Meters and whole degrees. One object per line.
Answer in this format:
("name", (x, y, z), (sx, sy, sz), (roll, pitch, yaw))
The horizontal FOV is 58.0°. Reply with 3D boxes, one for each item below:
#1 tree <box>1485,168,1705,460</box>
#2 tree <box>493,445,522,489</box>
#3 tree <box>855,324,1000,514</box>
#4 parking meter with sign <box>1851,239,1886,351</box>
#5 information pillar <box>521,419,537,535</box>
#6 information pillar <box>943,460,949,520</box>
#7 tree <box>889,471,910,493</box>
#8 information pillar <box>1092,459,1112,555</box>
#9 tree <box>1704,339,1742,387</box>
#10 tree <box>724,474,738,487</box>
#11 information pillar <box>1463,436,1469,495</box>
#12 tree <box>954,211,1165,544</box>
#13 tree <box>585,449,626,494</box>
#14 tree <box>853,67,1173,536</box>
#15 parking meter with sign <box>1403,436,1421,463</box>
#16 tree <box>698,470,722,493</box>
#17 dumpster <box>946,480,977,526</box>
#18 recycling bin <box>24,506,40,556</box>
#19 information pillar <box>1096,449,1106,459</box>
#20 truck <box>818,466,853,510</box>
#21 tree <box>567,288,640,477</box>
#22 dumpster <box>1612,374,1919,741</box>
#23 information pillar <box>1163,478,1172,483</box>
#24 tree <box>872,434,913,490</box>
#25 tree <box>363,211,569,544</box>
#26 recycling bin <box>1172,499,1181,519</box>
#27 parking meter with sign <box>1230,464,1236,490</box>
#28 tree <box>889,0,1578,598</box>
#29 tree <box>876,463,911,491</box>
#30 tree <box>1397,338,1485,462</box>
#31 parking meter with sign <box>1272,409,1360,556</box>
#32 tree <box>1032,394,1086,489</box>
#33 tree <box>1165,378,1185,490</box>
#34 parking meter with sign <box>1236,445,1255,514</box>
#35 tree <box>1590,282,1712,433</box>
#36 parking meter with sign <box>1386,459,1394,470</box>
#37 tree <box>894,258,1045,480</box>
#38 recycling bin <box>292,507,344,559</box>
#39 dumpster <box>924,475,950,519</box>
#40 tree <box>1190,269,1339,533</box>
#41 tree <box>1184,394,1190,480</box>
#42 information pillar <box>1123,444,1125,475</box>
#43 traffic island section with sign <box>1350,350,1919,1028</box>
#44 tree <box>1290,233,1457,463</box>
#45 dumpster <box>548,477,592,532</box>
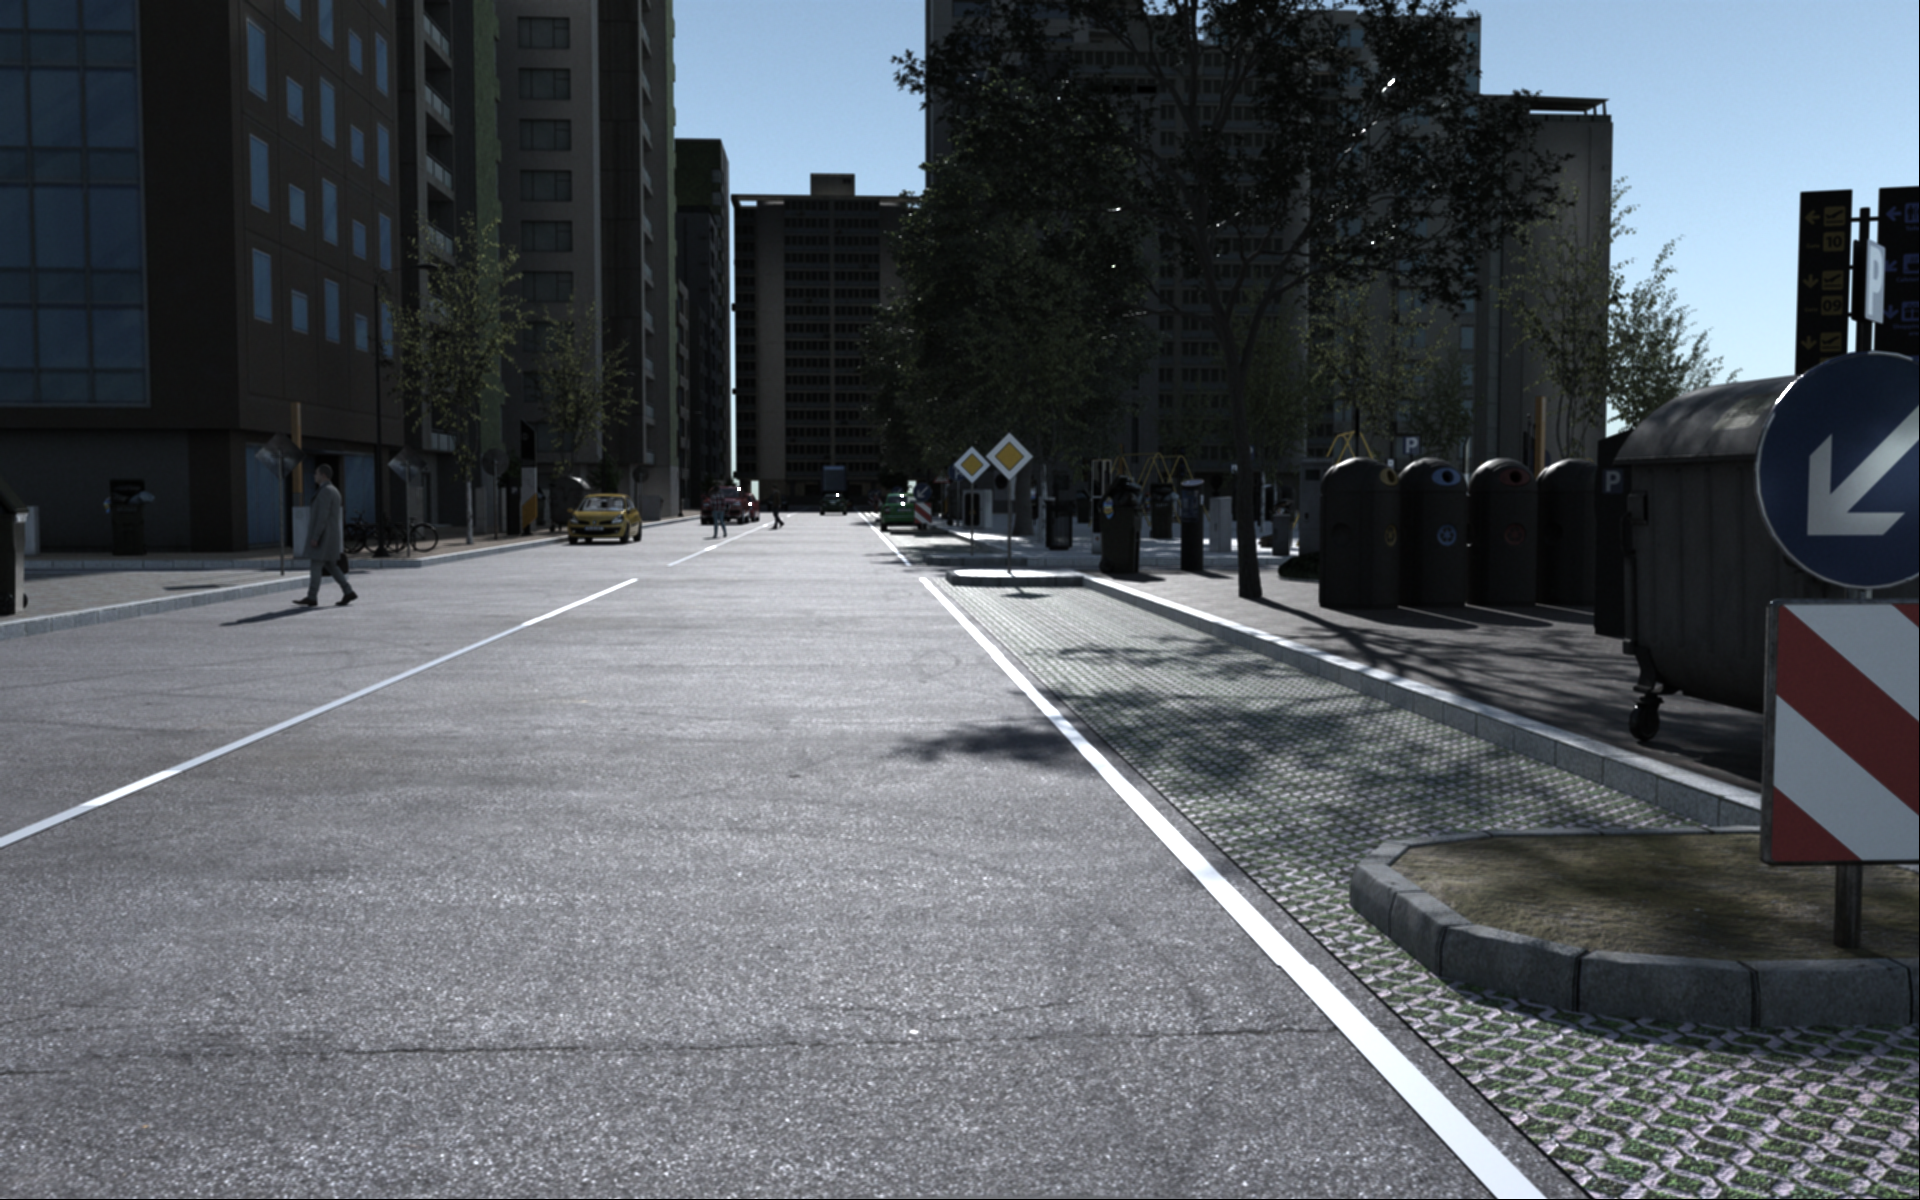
("tree", (14.308, -5.483, 40.003), (4.360, 8.622, 3.978), (0, 3, 0))
("tree", (-17.466, -4.504, 68.248), (1.663, 3.219, 1.824), (0, 3, 0))
("tree", (-1.649, -12.348, 112.254), (12.009, 13.543, 11.850), (0, 3, 0))
("parking meter with sign", (6.945, -0.937, 11.578), (1.738, 3.016, 0.543), (3, 5, 40))
("information pillar", (-13.371, -3.812, 53.682), (0.504, 3.616, 0.183), (1, 4, 12))
("information pillar", (-0.656, -5.814, 86.420), (0.183, 3.616, 0.504), (-1, 4, -20))
("tree", (-4.987, -9.298, 146.624), (1.663, 3.219, 1.824), (0, 3, 0))
("information pillar", (3.007, -1.977, 36.822), (0.304, 2.012, 0.304), (3, 5, 40))
("tree", (27.484, -7.123, 66.825), (4.360, 8.622, 3.978), (0, 3, 0))
("tree", (-21.728, -10.306, 163.111), (1.663, 3.219, 1.824), (0, 3, 0))
("information pillar", (20.457, -4.813, 70.052), (0.183, 3.616, 0.504), (2, 4, 34))
("tree", (2.079, -5.740, 44.208), (4.737, 8.622, 4.395), (0, 3, 0))
("tree", (-15.076, -4.822, 73.445), (1.663, 3.219, 1.824), (0, 3, 0))
("tree", (2.061, -8.973, 53.364), (9.857, 13.997, 8.962), (0, 3, 0))
("parking meter with sign", (14.128, -3.460, 52.839), (0.543, 3.016, 1.738), (3, 5, 39))
("tree", (-19.604, -8.577, 134.839), (1.663, 3.219, 1.824), (0, 3, 0))
("dumpster", (0.098, -3.982, 70.860), (1.264, 1.857, 1.865), (0, 4, -4))
("recycling bin", (-19.498, -1.424, 35.837), (0.722, 1.027, 0.722), (-1, 4, -21))
("information pillar", (6.840, -5.674, 84.122), (0.504, 3.616, 0.183), (-1, 4, -12))
("truck", (-11.348, -10.309, 158.309), (2.967, 4.110, 18.799), (0, 4, -6))
("tree", (-14.048, -6.886, 62.945), (4.360, 8.622, 3.978), (0, 3, 0))
("dumpster", (4.111, -0.155, 8.288), (1.264, 1.857, 1.865), (0, 4, -4))
("information pillar", (9.540, -4.595, 79.616), (0.304, 2.012, 0.304), (-3, 5, -43))
("tree", (-5.615, -12.356, 152.384), (4.737, 8.622, 4.395), (0, 3, 0))
("tree", (-12.824, -5.740, 44.206), (4.360, 8.622, 3.978), (0, 3, 0))
("recycling bin", (10.429, -4.375, 84.091), (0.722, 1.027, 0.722), (0, 4, -7))
("parking meter with sign", (16.318, -6.383, 100.623), (0.543, 3.016, 1.738), (-1, 4, -19))
("tree", (3.565, -5.333, 21.607), (8.767, 10.594, 7.601), (-1, 4, -13))
("tree", (-6.082, -10.739, 159.302), (4.285, 4.588, 4.351), (0, 3, 0))
("tree", (22.936, -8.078, 82.432), (4.737, 8.622, 4.395), (0, 3, 0))
("parking meter with sign", (7.367, -2.422, 35.861), (1.738, 3.016, 0.543), (1, 4, 14))
("tree", (4.489, -8.568, 90.448), (4.360, 8.622, 3.978), (0, 3, 0))
("tree", (13.785, -9.449, 104.848), (4.737, 8.622, 4.395), (0, 3, 0))
("parking meter with sign", (10.323, -4.032, 62.184), (0.543, 3.016, 1.738), (1, 4, 11))
("tree", (24.110, -6.772, 61.084), (4.737, 8.622, 4.395), (0, 3, 0))
("parking meter with sign", (20.855, -5.531, 86.699), (0.543, 3.016, 1.738), (-3, 4, -36))
("tree", (0.661, -9.768, 77.832), (7.486, 12.596, 7.792), (0, 3, 0))
("recycling bin", (-12.842, -1.352, 34.651), (0.722, 1.027, 0.722), (1, 4, 11))
("dumpster", (-1.262, -5.278, 88.790), (1.502, 2.255, 1.985), (0, 4, -4))
("tree", (10.325, -6.552, 57.483), (4.737, 8.622, 4.395), (0, 3, 0))
("tree", (15.175, -8.701, 92.623), (4.737, 8.622, 4.395), (0, 3, 0))
("information pillar", (7.597, -5.460, 80.631), (0.183, 3.616, 0.504), (0, 4, -3))
("traffic island section with sign", (2.369, 0.186, 5.580), (1.989, 1.847, 2.006), (0, 4, -4))
("tree", (11.361, -6.001, 48.477), (4.360, 8.622, 3.978), (0, 3, 0))
("dumpster", (-13.339, -3.268, 59.188), (1.264, 1.857, 1.865), (0, 4, -4))
